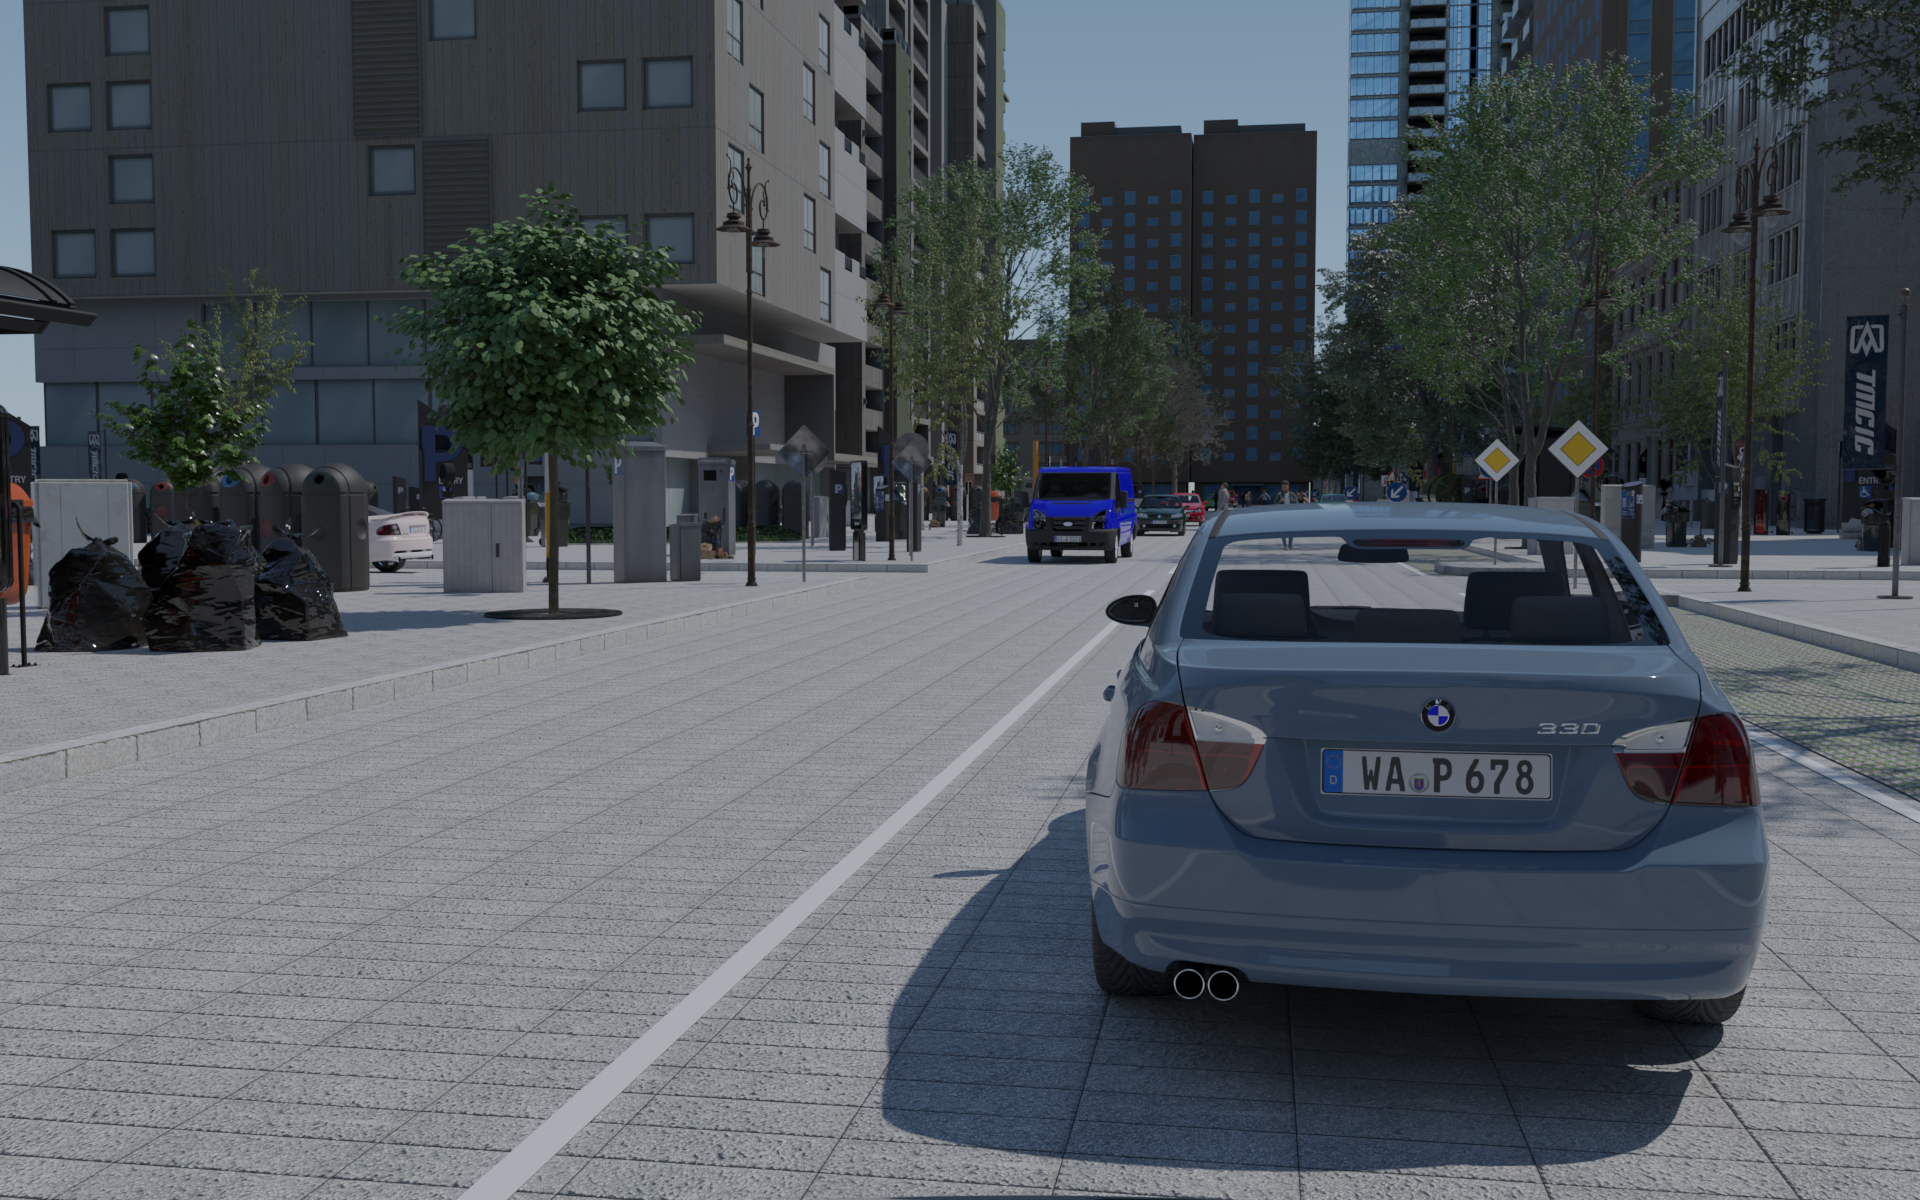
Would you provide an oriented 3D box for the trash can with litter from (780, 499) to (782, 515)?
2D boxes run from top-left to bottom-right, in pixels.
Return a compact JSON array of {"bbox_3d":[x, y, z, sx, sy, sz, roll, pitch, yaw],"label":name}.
[{"bbox_3d":[-6.229,-2.746,56.283,0.624,1.170,1.055,3,5,41],"label":"trash can with litter"}]

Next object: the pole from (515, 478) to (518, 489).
[{"bbox_3d":[-13.862,-3.697,54.285,0.158,3.312,0.155,0,3,0],"label":"pole"}]

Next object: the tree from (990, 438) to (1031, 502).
[{"bbox_3d":[1.676,-3.977,59.628,1.663,3.219,1.824,0,3,0],"label":"tree"}]

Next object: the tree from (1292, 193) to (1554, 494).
[{"bbox_3d":[19.383,-10.067,71.258,9.857,13.997,8.962,0,3,0],"label":"tree"}]

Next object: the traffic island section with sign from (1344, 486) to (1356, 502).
[{"bbox_3d":[18.537,-4.537,82.810,1.989,1.847,2.006,1,4,10],"label":"traffic island section with sign"}]

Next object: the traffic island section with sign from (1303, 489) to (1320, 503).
[{"bbox_3d":[27.060,-7.578,132.524,1.989,1.847,2.006,1,4,10],"label":"traffic island section with sign"}]

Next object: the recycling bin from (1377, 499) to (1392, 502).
[{"bbox_3d":[20.690,-4.370,84.000,0.722,1.027,0.722,2,4,33],"label":"recycling bin"}]

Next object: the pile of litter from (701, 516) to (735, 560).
[{"bbox_3d":[-5.135,-1.256,34.501,1.176,0.858,1.719,-2,4,-24],"label":"pile of litter"}]

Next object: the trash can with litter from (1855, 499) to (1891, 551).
[{"bbox_3d":[20.464,-1.691,39.037,0.624,1.170,1.055,0,4,7],"label":"trash can with litter"}]

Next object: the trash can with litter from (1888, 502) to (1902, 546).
[{"bbox_3d":[22.387,-1.799,40.795,1.055,1.170,0.624,-3,5,-43],"label":"trash can with litter"}]

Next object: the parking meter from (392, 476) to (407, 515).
[{"bbox_3d":[-17.954,-3.047,55.534,0.399,1.863,0.255,-2,4,-35],"label":"parking meter"}]

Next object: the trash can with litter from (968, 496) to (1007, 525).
[{"bbox_3d":[1.410,-3.662,70.934,2.233,1.210,1.678,2,4,30],"label":"trash can with litter"}]

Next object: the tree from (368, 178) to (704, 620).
[{"bbox_3d":[-4.374,-2.106,18.152,4.285,4.588,4.351,0,3,0],"label":"tree"}]

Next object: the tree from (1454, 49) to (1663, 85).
[{"bbox_3d":[13.436,-6.993,40.088,9.928,11.665,9.643,0,3,0],"label":"tree"}]

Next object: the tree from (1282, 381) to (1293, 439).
[{"bbox_3d":[31.732,-14.505,143.818,9.857,13.997,8.962,0,3,0],"label":"tree"}]

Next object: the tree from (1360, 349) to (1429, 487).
[{"bbox_3d":[21.996,-8.349,86.872,4.737,8.622,4.395,0,3,0],"label":"tree"}]

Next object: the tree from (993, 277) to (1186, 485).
[{"bbox_3d":[4.869,-8.325,70.532,8.767,10.594,7.601,2,4,25],"label":"tree"}]

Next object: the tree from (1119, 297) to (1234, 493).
[{"bbox_3d":[20.411,-19.187,169.593,12.611,20.169,13.585,0,3,0],"label":"tree"}]

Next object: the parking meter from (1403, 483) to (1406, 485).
[{"bbox_3d":[23.580,-5.313,92.579,0.255,1.863,0.399,-3,4,-36],"label":"parking meter"}]

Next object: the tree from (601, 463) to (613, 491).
[{"bbox_3d":[-11.560,-3.960,59.348,1.663,3.219,1.824,0,3,0],"label":"tree"}]

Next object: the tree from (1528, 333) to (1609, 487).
[{"bbox_3d":[28.326,-7.842,78.582,4.737,8.622,4.395,0,3,0],"label":"tree"}]

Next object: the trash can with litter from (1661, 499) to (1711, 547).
[{"bbox_3d":[17.560,-1.866,41.890,1.055,1.170,0.624,0,4,5],"label":"trash can with litter"}]

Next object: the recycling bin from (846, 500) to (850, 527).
[{"bbox_3d":[-4.419,-3.436,68.733,0.722,1.027,0.722,0,4,7],"label":"recycling bin"}]

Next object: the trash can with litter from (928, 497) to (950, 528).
[{"bbox_3d":[-0.816,-3.361,66.341,0.624,1.170,1.055,1,4,17],"label":"trash can with litter"}]

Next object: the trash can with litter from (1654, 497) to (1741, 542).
[{"bbox_3d":[19.980,-2.196,46.956,2.233,1.210,1.678,3,4,39],"label":"trash can with litter"}]

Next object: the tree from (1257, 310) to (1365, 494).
[{"bbox_3d":[37.029,-19.725,178.386,12.611,20.169,13.585,0,3,0],"label":"tree"}]

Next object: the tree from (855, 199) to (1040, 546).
[{"bbox_3d":[-0.240,-5.651,42.756,4.737,8.622,4.395,0,3,0],"label":"tree"}]

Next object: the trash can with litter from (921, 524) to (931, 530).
[{"bbox_3d":[-1.495,-3.125,62.156,1.678,1.210,2.233,0,4,2],"label":"trash can with litter"}]

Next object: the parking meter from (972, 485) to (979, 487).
[{"bbox_3d":[0.970,-6.188,106.890,0.399,1.863,0.255,2,4,29],"label":"parking meter"}]

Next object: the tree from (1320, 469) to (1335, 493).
[{"bbox_3d":[35.608,-13.229,166.659,4.360,8.622,3.978,0,3,0],"label":"tree"}]

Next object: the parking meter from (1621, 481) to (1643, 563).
[{"bbox_3d":[12.606,-1.474,32.513,0.372,1.533,0.369,0,3,0],"label":"parking meter"}]

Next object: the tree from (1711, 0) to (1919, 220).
[{"bbox_3d":[9.171,-4.765,12.326,7.601,10.594,8.767,1,4,20],"label":"tree"}]

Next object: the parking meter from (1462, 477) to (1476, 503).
[{"bbox_3d":[17.107,-3.215,58.269,0.399,1.863,0.255,3,4,36],"label":"parking meter"}]

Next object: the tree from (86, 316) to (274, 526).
[{"bbox_3d":[-8.306,-1.488,18.936,1.663,3.219,1.824,0,3,0],"label":"tree"}]

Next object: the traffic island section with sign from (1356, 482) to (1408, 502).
[{"bbox_3d":[13.949,-2.897,55.993,1.989,1.847,2.006,1,4,10],"label":"traffic island section with sign"}]

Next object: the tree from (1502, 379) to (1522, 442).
[{"bbox_3d":[32.352,-8.998,97.485,4.737,8.622,4.395,0,3,0],"label":"tree"}]

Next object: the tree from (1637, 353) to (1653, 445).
[{"bbox_3d":[26.417,-6.731,60.421,4.737,8.622,4.395,0,3,0],"label":"tree"}]

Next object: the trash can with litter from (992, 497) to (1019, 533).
[{"bbox_3d":[1.500,-2.833,57.711,1.055,1.170,0.624,-2,4,-26],"label":"trash can with litter"}]

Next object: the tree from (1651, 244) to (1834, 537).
[{"bbox_3d":[23.015,-6.141,50.769,4.737,8.622,4.395,0,3,0],"label":"tree"}]

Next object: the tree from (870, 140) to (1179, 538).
[{"bbox_3d":[0.917,-7.661,51.009,9.928,11.665,9.643,0,3,0],"label":"tree"}]

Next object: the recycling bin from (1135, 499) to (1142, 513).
[{"bbox_3d":[10.008,-5.197,97.525,0.722,1.027,0.722,0,4,8],"label":"recycling bin"}]

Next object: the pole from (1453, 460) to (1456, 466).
[{"bbox_3d":[29.706,-6.751,104.225,0.158,3.312,0.155,0,3,0],"label":"pole"}]

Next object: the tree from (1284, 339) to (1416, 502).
[{"bbox_3d":[28.576,-12.718,124.945,9.611,12.733,9.660,0,3,0],"label":"tree"}]

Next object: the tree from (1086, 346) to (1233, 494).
[{"bbox_3d":[15.449,-13.912,137.823,12.009,13.543,11.850,0,3,0],"label":"tree"}]

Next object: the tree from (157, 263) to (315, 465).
[{"bbox_3d":[-22.571,-6.372,54.537,4.737,8.622,4.395,0,3,0],"label":"tree"}]

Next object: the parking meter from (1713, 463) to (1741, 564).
[{"bbox_3d":[14.049,-1.590,31.706,0.255,1.863,0.399,-2,4,-32],"label":"parking meter"}]

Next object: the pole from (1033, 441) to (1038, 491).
[{"bbox_3d":[2.891,-4.424,66.169,0.158,3.312,0.155,0,3,0],"label":"pole"}]

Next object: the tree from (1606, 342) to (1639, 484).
[{"bbox_3d":[28.881,-7.239,68.724,4.737,8.622,4.395,0,3,0],"label":"tree"}]
